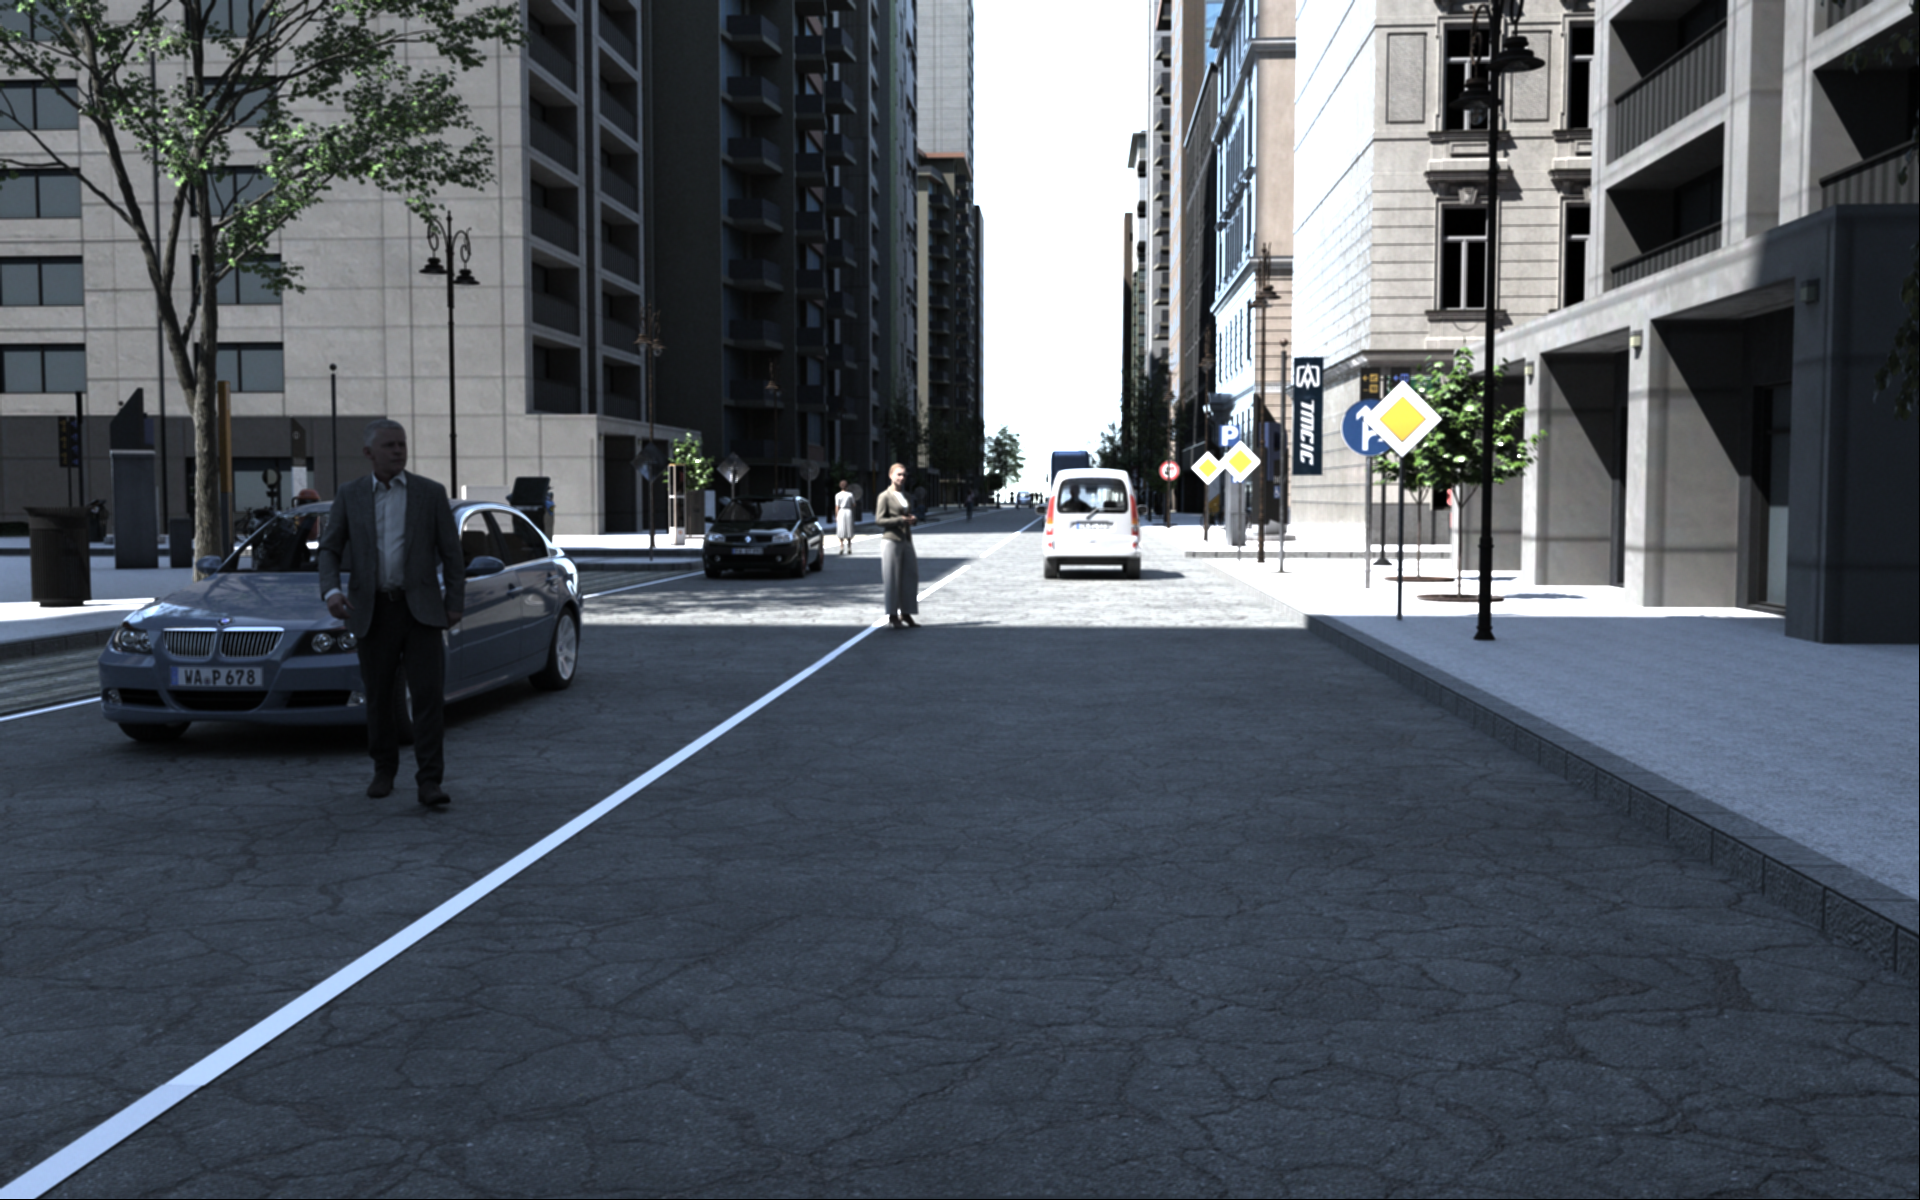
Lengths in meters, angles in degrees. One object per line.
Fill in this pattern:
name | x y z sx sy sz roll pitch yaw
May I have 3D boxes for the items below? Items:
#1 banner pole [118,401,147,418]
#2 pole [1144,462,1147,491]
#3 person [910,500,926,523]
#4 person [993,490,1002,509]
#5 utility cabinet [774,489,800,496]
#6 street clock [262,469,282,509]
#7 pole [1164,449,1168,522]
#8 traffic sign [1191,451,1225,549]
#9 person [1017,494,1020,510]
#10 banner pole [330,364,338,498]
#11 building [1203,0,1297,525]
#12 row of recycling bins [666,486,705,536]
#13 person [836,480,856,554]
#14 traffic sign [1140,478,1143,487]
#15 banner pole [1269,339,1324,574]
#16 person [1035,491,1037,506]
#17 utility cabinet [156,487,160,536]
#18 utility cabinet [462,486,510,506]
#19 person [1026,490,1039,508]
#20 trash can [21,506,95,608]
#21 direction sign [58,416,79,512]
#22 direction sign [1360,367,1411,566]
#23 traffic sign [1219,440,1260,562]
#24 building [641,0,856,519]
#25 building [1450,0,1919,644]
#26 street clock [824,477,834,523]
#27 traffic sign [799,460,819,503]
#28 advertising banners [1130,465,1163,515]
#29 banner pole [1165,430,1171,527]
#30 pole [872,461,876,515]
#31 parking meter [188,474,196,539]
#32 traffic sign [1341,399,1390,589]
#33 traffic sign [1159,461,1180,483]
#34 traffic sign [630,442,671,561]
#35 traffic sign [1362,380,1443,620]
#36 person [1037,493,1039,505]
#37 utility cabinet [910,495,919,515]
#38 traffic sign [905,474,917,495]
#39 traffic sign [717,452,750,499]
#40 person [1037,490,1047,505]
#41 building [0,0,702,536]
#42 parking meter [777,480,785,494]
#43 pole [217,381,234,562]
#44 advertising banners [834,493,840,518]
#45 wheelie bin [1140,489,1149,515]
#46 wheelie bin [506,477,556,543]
banner pole | -22.364 -3.474 46.809 0.863 3.779 0.401 -2 4 -30
pole | 11.921 -7.198 111.536 0.158 3.312 0.155 0 3 0
person | -2.053 -4.393 85.820 1.012 1.151 0.738 -2 4 -26
person | 3.618 -9.628 166.001 0.705 1.814 1.350 3 5 41
utility cabinet | -8.082 -4.412 80.807 1.173 1.500 0.318 -1 4 -20
street clock | -19.810 -2.773 49.906 0.471 2.002 0.358 0 4 8
pole | 9.349 -5.178 78.510 0.158 3.312 0.155 0 3 0
traffic sign | 5.774 -2.249 40.411 0.795 2.450 0.064 0 4 4
person | 5.378 -8.926 157.663 0.599 1.433 0.991 0 4 -5
banner pole | -12.117 -2.664 33.567 0.401 3.779 0.863 -1 4 -22
building | 18.834 -17.973 79.760 13.634 28.700 20.117 0 4 4
row of recycling bins | -8.723 -2.944 55.255 1.069 1.692 3.534 -1 4 -16
person | -2.732 -1.972 41.313 0.480 1.755 0.524 -1 4 -10
traffic sign | 11.301 -6.580 109.705 0.606 2.300 0.079 1 4 13
banner pole | 5.436 -2.318 27.923 0.863 3.779 0.401 1 4 13
person | 9.284 -12.408 211.001 0.705 1.869 1.348 0 4 8
utility cabinet | -23.965 -2.551 50.386 1.173 1.500 0.318 -3 4 -36
utility cabinet | -12.394 -2.240 45.301 1.173 1.500 0.318 -2 4 -34
person | 7.278 -10.137 174.205 1.348 1.831 0.705 0 4 3
trash can | -10.266 -0.496 19.761 0.748 1.137 0.748 0 3 0
direction sign | -26.057 -3.589 50.685 0.379 3.537 0.876 0 4 6
direction sign | 7.586 -2.385 30.986 0.876 3.537 0.379 0 4 4
traffic sign | 5.239 -1.762 32.444 0.795 2.450 0.064 0 4 4
building | -17.670 -26.995 95.987 22.147 44.769 28.867 0 4 4
building | 17.870 -35.366 16.490 20.563 71.187 20.611 0 4 4
street clock | -5.692 -4.340 75.536 0.358 2.002 0.471 2 4 27
traffic sign | -5.706 -4.004 65.576 0.768 2.556 0.104 0 4 5
advertising banners | 11.389 -6.673 105.293 2.074 3.025 0.090 1 4 10
banner pole | 8.026 -4.675 66.455 0.401 3.779 0.863 0 4 2
pole | -5.251 -6.842 105.712 0.158 3.312 0.155 0 3 0
parking meter | -21.773 -2.663 49.252 0.255 1.863 0.399 -1 4 -21
traffic sign | 5.499 -1.418 23.285 0.768 2.556 0.104 1 4 8
traffic sign | 7.962 -4.021 65.855 0.768 2.556 0.104 1 4 11
traffic sign | -5.929 -1.809 33.212 0.795 2.450 0.064 0 4 4
traffic sign | 4.474 -1.002 17.571 0.795 2.450 0.064 1 4 9
person | 10.081 -13.281 226.090 0.683 1.767 0.568 2 4 26
utility cabinet | -2.886 -5.807 106.103 1.020 1.237 0.306 1 4 20
traffic sign | -3.028 -6.537 106.988 0.768 2.556 0.104 1 4 11
traffic sign | -5.393 -2.296 41.180 0.795 2.450 0.064 0 4 4
person | 6.811 -8.227 143.797 0.721 1.735 1.217 -3 5 -40
building | -20.602 -38.146 61.946 20.563 71.187 20.611 0 4 4
parking meter | -7.243 -3.917 69.755 0.399 1.863 0.255 0 4 -4
pole | -13.284 -2.293 31.338 0.158 3.312 0.155 0 3 0
advertising banners | -6.518 -6.017 94.572 0.090 3.025 2.074 1 4 13
wheelie bin | 11.107 -5.907 104.485 0.693 1.594 0.980 0 4 3
wheelie bin | -7.863 -1.463 31.824 0.980 1.594 0.693 0 4 7
